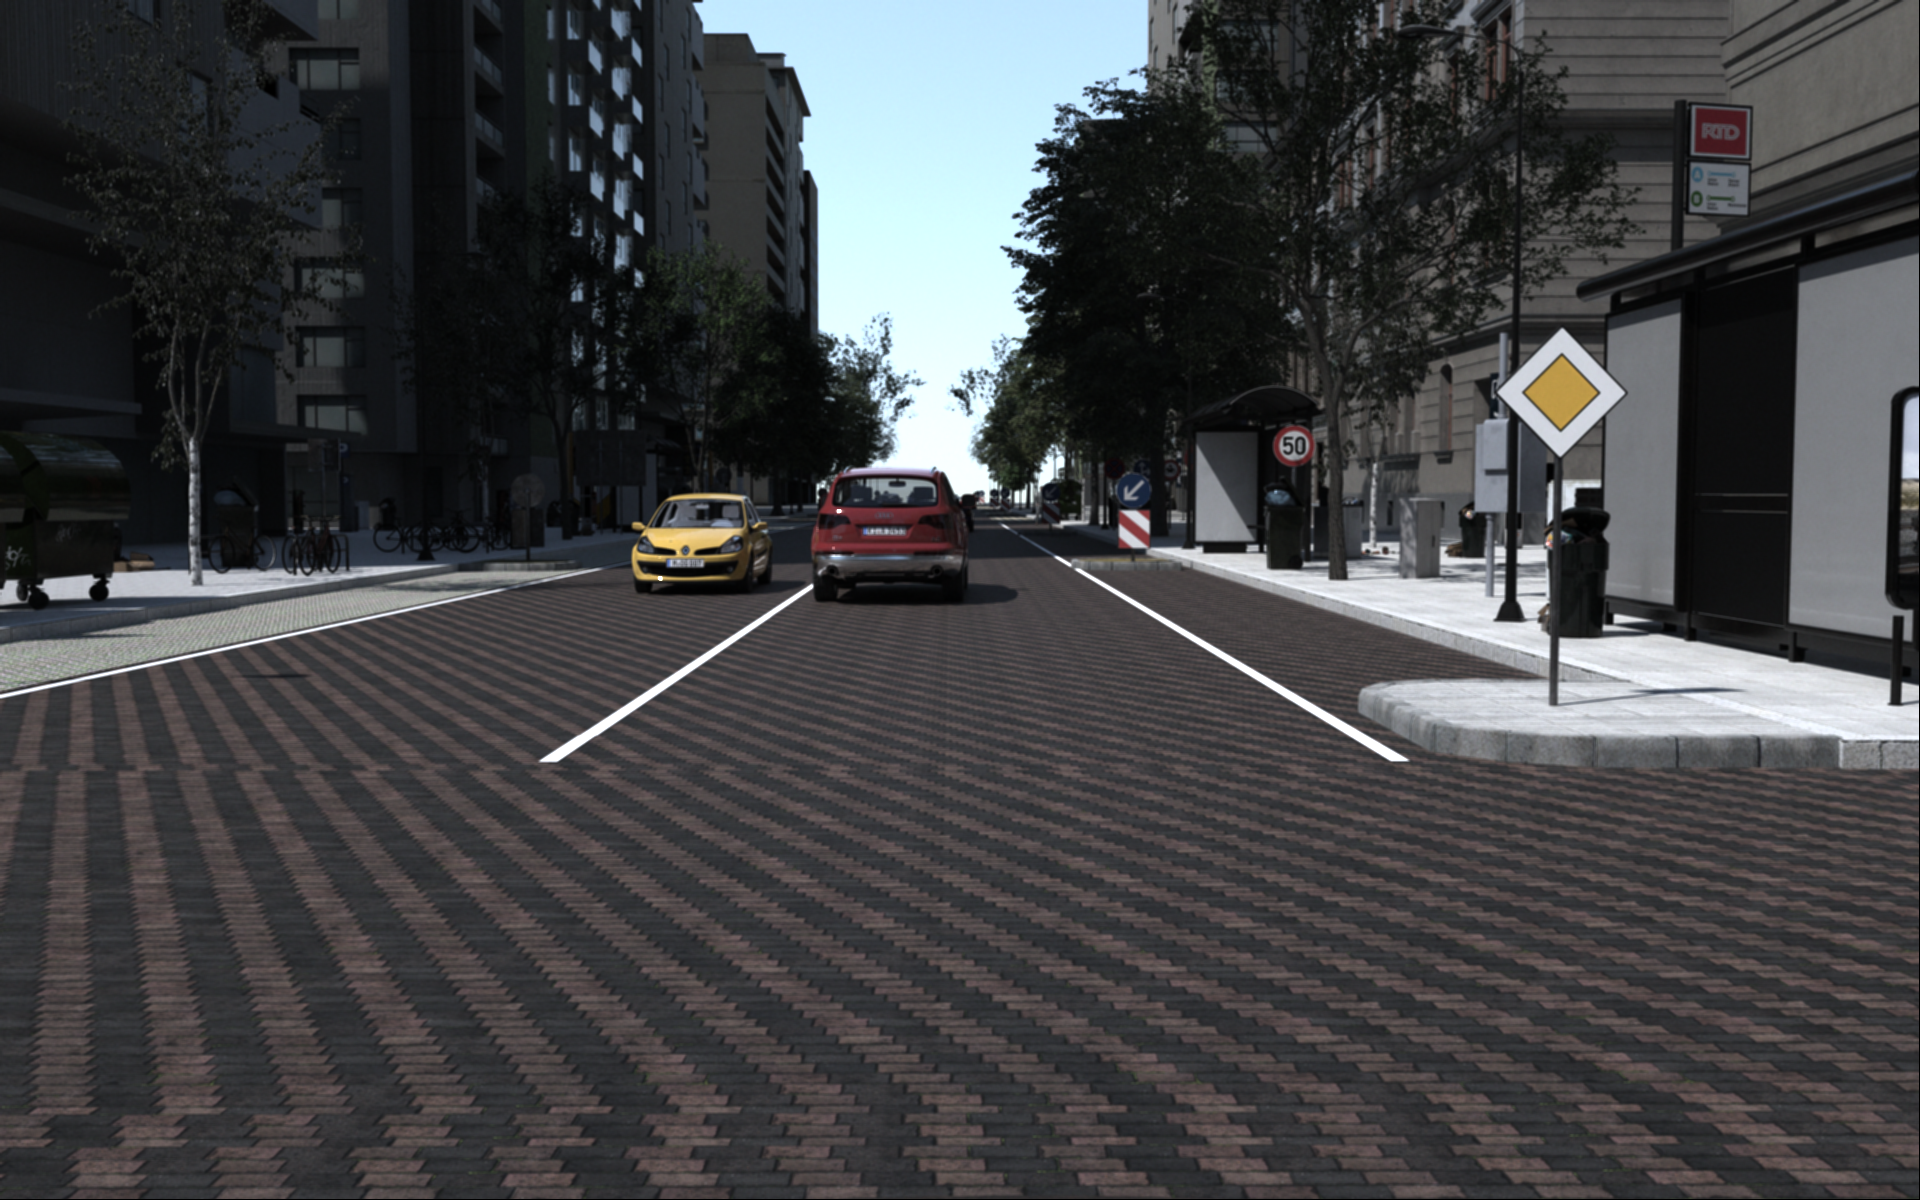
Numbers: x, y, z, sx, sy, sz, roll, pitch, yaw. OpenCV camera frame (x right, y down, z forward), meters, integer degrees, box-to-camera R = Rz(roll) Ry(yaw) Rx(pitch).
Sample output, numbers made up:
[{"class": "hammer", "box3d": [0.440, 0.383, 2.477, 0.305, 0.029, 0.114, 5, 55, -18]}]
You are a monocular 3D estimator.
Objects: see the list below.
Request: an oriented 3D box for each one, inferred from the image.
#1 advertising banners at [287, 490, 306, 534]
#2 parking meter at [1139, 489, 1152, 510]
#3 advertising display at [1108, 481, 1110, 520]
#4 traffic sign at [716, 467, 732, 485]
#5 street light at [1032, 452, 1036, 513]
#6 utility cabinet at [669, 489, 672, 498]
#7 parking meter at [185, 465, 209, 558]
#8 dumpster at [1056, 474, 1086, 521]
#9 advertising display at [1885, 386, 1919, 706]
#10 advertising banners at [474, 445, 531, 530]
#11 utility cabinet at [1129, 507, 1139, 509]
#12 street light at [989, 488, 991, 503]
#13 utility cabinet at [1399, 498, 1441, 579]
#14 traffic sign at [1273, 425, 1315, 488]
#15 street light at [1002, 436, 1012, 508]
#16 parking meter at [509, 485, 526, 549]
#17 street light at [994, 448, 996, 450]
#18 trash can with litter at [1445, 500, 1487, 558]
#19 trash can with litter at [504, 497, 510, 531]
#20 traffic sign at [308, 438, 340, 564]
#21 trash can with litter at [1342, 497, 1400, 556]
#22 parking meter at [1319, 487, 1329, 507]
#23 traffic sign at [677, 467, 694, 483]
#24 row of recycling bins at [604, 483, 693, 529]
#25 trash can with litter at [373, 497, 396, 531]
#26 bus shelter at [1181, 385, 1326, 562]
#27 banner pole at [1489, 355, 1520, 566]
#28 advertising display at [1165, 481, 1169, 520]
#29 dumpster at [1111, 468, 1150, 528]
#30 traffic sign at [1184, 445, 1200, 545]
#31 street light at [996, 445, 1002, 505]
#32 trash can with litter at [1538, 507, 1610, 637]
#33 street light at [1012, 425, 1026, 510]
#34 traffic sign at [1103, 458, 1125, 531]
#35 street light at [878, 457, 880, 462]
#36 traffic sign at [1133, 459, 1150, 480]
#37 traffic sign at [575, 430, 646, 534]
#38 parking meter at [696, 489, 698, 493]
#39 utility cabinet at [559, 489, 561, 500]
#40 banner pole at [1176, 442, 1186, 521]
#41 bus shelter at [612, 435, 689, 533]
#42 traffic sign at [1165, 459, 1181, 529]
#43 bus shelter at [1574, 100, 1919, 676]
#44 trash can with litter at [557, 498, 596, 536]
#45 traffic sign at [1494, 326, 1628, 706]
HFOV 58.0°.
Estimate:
[{"class": "advertising banners", "box3d": [-21.440, -3.585, 54.806, 0.090, 3.025, 2.074, 1, 4, 17]}, {"class": "parking meter", "box3d": [5.394, -2.573, 50.484, 0.372, 1.533, 0.369, 0, 3, 0]}, {"class": "advertising display", "box3d": [7.720, -4.864, 84.743, 0.974, 1.923, 0.123, 0, 4, 1]}, {"class": "traffic sign", "box3d": [-11.129, -4.985, 81.611, 0.768, 2.556, 0.104, 0, 4, 1]}, {"class": "street light", "box3d": [4.623, -7.440, 94.189, 1.470, 5.913, 1.316, 0, 4, 0]}, {"class": "utility cabinet", "box3d": [-12.875, -4.356, 79.898, 1.173, 1.500, 0.318, 2, 4, 30]}, {"class": "parking meter", "box3d": [-15.211, -1.762, 34.513, 0.399, 1.863, 0.255, -1, 4, -23]}, {"class": "dumpster", "box3d": [5.291, -4.979, 83.900, 1.502, 2.255, 1.985, 0, 4, 0]}, {"class": "advertising display", "box3d": [6.096, -0.315, 10.368, 0.974, 1.923, 0.123, 1, 4, 14]}, {"class": "advertising banners", "box3d": [-16.377, -4.036, 62.176, 2.074, 3.025, 0.090, 0, 4, -5]}, {"class": "utility cabinet", "box3d": [6.152, -2.862, 57.962, 1.020, 1.237, 0.306, -2, 4, -28]}, {"class": "street light", "box3d": [3.942, -13.832, 198.701, 1.470, 5.913, 1.316, 0, 4, 0]}, {"class": "utility cabinet", "box3d": [7.081, -0.945, 26.616, 0.306, 1.237, 1.020, 2, 4, 35]}, {"class": "traffic sign", "box3d": [6.155, -1.948, 31.961, 0.768, 2.556, 0.104, 1, 4, 8]}, {"class": "street light", "box3d": [4.320, -10.195, 139.229, 1.470, 5.913, 1.316, 0, 4, 0]}, {"class": "parking meter", "box3d": [-10.302, -1.952, 40.327, 0.372, 1.533, 0.369, 0, 3, 0]}, {"class": "street light", "box3d": [4.186, -12.461, 176.270, 1.470, 5.913, 1.316, 0, 4, 0]}, {"class": "trash can with litter", "box3d": [10.201, -1.446, 35.022, 0.624, 1.170, 1.055, -1, 4, -21]}, {"class": "trash can with litter", "box3d": [-15.404, -3.011, 60.616, 1.055, 1.170, 0.624, -1, 4, -18]}, {"class": "traffic sign", "box3d": [-11.680, -1.816, 31.817, 0.606, 2.300, 0.079, 0, 4, 7]}, {"class": "trash can with litter", "box3d": [8.672, -1.585, 36.973, 2.233, 1.210, 1.678, -2, 4, -32]}, {"class": "parking meter", "box3d": [12.408, -3.088, 58.899, 0.372, 1.533, 0.369, 0, 3, 0]}, {"class": "traffic sign", "box3d": [-12.421, -4.784, 78.328, 0.768, 2.556, 0.104, 0, 4, 3]}, {"class": "row of recycling bins", "box3d": [-11.704, -3.512, 64.528, 3.534, 1.692, 1.069, 0, 4, 0]}, {"class": "trash can with litter", "box3d": [-20.155, -3.003, 60.491, 1.055, 1.170, 0.624, 3, 5, 40]}, {"class": "bus shelter", "box3d": [5.815, -2.507, 34.913, 2.014, 3.302, 5.546, 0, 4, 0]}, {"class": "banner pole", "box3d": [9.803, -2.524, 31.289, 0.401, 3.779, 0.863, -1, 4, -20]}, {"class": "advertising display", "box3d": [10.035, -4.869, 84.827, 0.123, 1.923, 0.974, 3, 4, 37]}, {"class": "dumpster", "box3d": [6.501, -3.816, 64.884, 1.502, 2.255, 1.985, 0, 4, 0]}, {"class": "traffic sign", "box3d": [5.976, -2.645, 43.344, 0.768, 2.556, 0.104, 0, 4, 1]}, {"class": "street light", "box3d": [4.328, -11.594, 162.108, 1.470, 5.913, 1.316, 0, 4, 0]}, {"class": "trash can with litter", "box3d": [5.510, -0.270, 15.796, 0.624, 1.170, 1.055, 0, 4, 3]}, {"class": "street light", "box3d": [4.449, -8.823, 116.797, 1.470, 5.913, 1.316, 0, 4, 0]}, {"class": "traffic sign", "box3d": [5.393, -3.701, 60.615, 0.768, 2.556, 0.104, 0, 3, 0]}, {"class": "street light", "box3d": [-10.632, -14.854, 215.400, 1.470, 5.913, 1.316, 0, 4, 0]}, {"class": "traffic sign", "box3d": [6.745, -3.889, 63.697, 0.768, 2.556, 0.104, 0, 4, 2]}, {"class": "traffic sign", "box3d": [-11.054, -3.730, 54.853, 2.265, 3.308, 0.079, 0, 4, 4]}, {"class": "parking meter", "box3d": [-12.259, -4.477, 81.618, 0.372, 1.533, 0.369, 0, 3, 0]}, {"class": "utility cabinet", "box3d": [-19.292, -4.559, 83.215, 1.173, 1.500, 0.318, 0, 4, 3]}, {"class": "banner pole", "box3d": [10.580, -5.685, 82.960, 0.401, 3.779, 0.863, -2, 4, -28]}, {"class": "bus shelter", "box3d": [-10.808, -4.042, 60.006, 2.014, 3.302, 5.546, 0, 4, 0]}, {"class": "traffic sign", "box3d": [7.719, -3.888, 63.671, 0.768, 2.556, 0.104, 0, 3, 0]}, {"class": "bus shelter", "box3d": [7.118, -2.310, 15.404, 2.179, 5.291, 8.768, 0, 4, 0]}, {"class": "trash can with litter", "box3d": [-11.756, -2.550, 53.075, 0.624, 1.170, 1.055, 3, 5, 42]}, {"class": "traffic sign", "box3d": [3.594, -0.415, 10.435, 0.795, 2.450, 0.064, 0, 4, 0]}]
